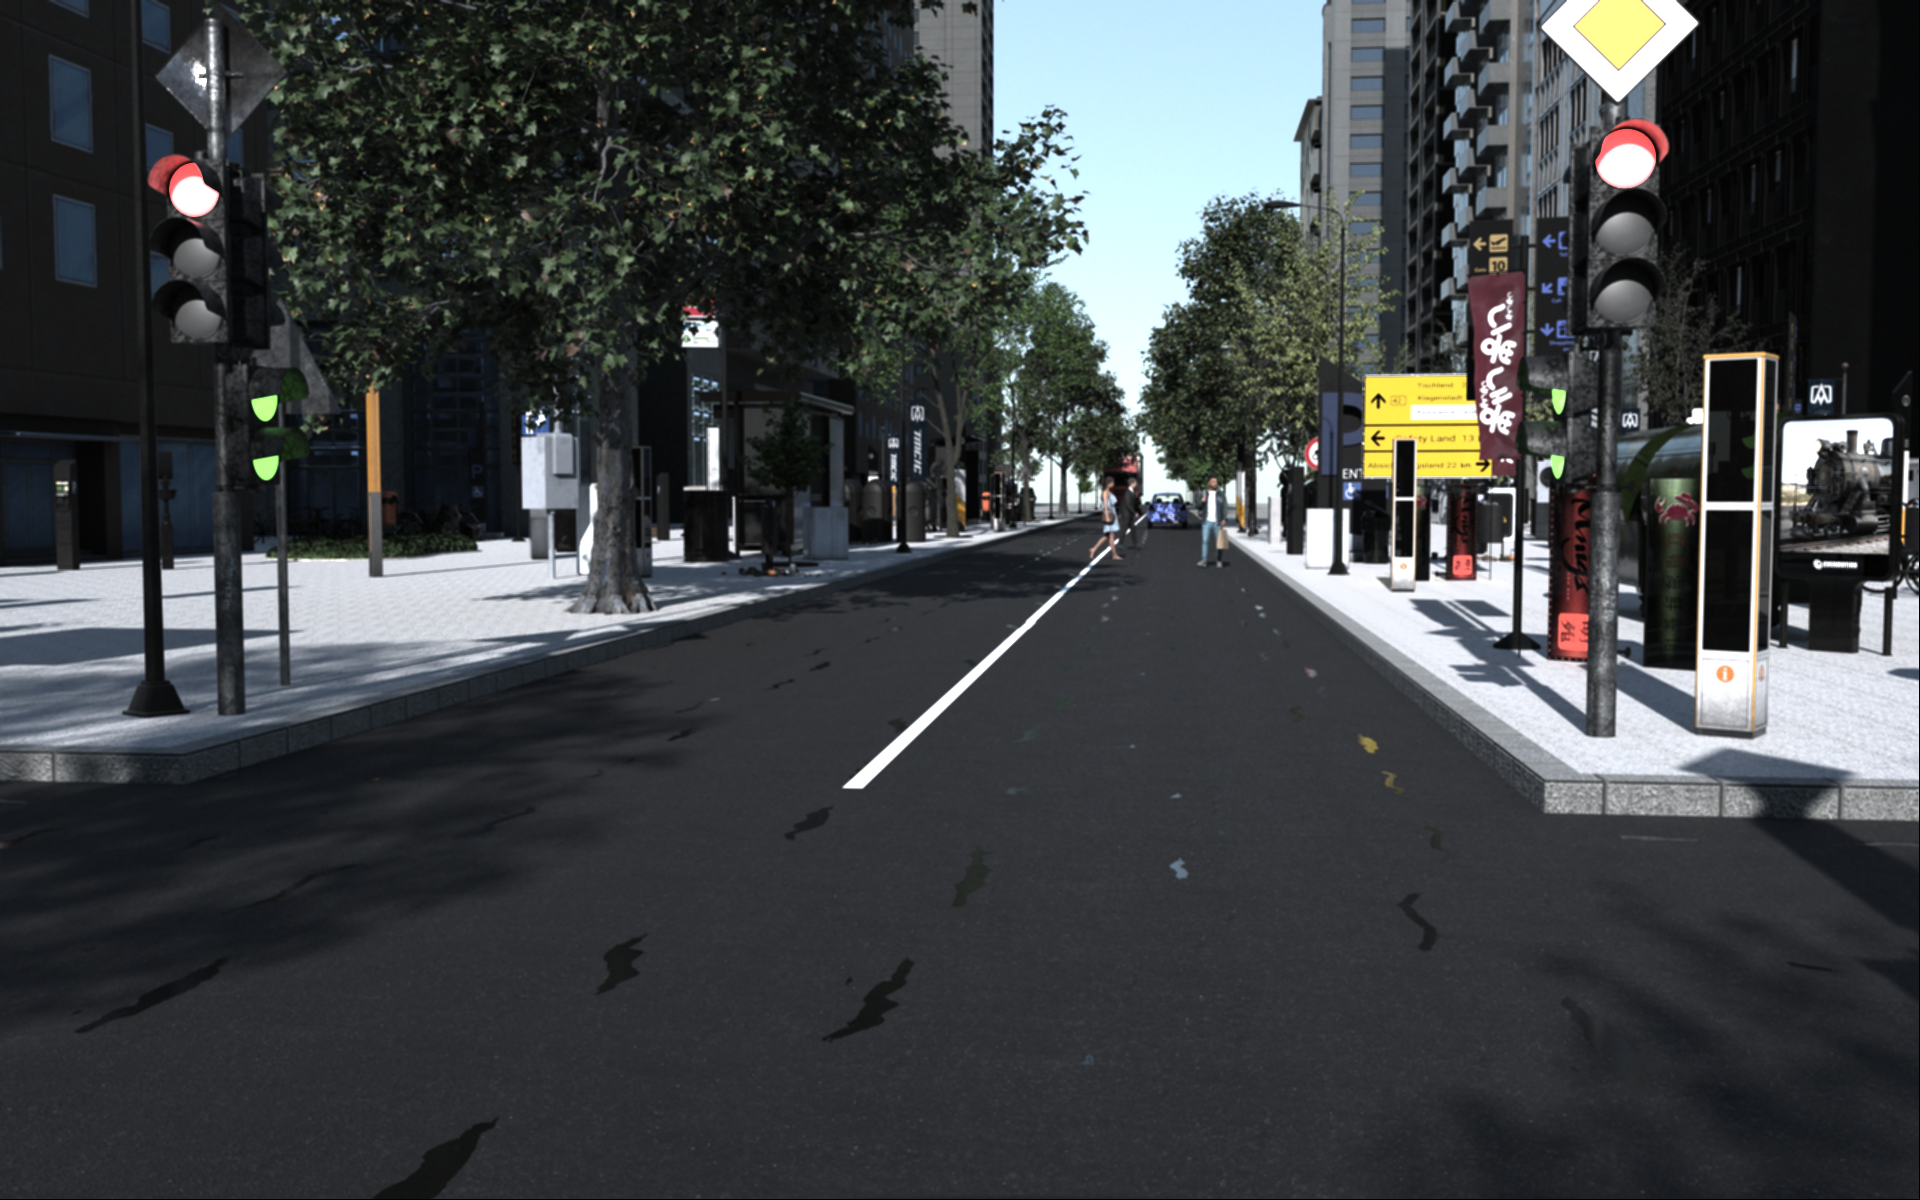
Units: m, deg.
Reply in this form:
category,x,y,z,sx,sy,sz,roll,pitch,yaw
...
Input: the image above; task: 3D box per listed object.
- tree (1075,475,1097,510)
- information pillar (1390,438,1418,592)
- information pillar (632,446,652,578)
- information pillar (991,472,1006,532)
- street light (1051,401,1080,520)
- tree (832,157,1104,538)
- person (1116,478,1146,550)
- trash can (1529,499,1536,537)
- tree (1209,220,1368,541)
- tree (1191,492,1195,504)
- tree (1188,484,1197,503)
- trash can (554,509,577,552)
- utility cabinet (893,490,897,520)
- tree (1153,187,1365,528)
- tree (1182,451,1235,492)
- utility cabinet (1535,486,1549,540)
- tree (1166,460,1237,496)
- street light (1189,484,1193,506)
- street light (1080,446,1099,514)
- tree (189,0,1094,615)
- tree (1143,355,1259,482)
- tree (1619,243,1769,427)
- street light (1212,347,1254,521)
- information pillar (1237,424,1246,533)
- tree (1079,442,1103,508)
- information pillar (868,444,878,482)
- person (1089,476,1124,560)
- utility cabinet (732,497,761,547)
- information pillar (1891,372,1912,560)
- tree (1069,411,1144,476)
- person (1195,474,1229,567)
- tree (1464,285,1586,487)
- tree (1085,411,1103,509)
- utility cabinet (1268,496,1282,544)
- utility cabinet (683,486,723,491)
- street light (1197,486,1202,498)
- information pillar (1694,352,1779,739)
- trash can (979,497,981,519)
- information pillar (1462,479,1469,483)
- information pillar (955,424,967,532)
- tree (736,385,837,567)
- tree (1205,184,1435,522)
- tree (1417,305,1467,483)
category,x,y,z,sx,sy,sz,roll,pitch,yaw
tree,9.887,-8.724,137.238,1.663,3.219,1.824,0,3,0
information pillar,5.825,-1.116,22.738,0.304,2.012,0.304,1,4,11
information pillar,-4.930,-1.350,26.569,0.304,2.012,0.304,1,4,15
information pillar,1.343,-3.308,58.578,0.304,2.012,0.304,2,4,31
street light,5.098,-6.968,86.474,1.470,5.913,1.316,0,4,7
tree,-0.199,-7.655,50.919,9.928,11.665,9.643,0,3,0
person,4.383,-2.203,44.295,0.755,1.850,0.659,0,4,7
trash can,17.514,-2.478,52.171,0.748,1.137,0.748,0,3,0
tree,9.090,-5.946,47.584,4.360,8.622,3.978,0,3,0
tree,31.396,-18.758,232.455,9.928,11.665,9.643,0,3,0
tree,12.362,-7.808,78.021,4.737,8.622,4.395,0,3,0
trash can,-8.722,-1.634,38.374,0.748,1.137,0.748,0,3,0
utility cabinet,-3.030,-4.616,84.158,0.318,1.500,1.173,2,4,33
tree,10.791,-9.052,65.010,9.611,12.733,9.660,0,3,0
tree,16.166,-7.844,111.967,4.285,4.588,4.351,0,3,0
utility cabinet,16.397,-2.409,48.070,0.318,1.500,1.173,3,5,44
tree,24.203,-15.778,176.101,7.486,12.596,7.792,0,3,0
street light,14.659,-8.047,104.103,1.470,5.913,1.316,0,4,7
street light,8.450,-8.654,114.030,1.470,5.913,1.316,0,4,7
tree,-3.733,-6.219,18.691,9.611,12.733,9.660,0,3,0
tree,19.442,-14.152,138.037,9.857,13.997,8.962,0,3,0
tree,21.000,-6.131,50.605,4.360,8.622,3.978,0,3,0
street light,8.810,-5.040,54.948,1.470,5.913,1.316,0,4,7
information pillar,9.387,-4.067,57.852,0.183,3.616,0.504,-1,4,-14
tree,12.899,-12.796,159.571,4.360,8.622,3.978,0,3,0
information pillar,-4.081,-5.498,81.247,0.504,3.616,0.183,0,4,-7
person,3.176,-1.772,37.564,0.778,1.811,0.616,1,4,17
utility cabinet,-5.026,-1.897,42.178,1.020,1.237,0.306,2,4,24
information pillar,18.000,-2.558,33.183,0.504,3.616,0.183,-2,4,-28
tree,14.944,-14.959,178.996,8.767,10.594,7.601,1,4,13
person,4.948,-1.540,33.656,0.794,1.824,0.713,2,4,30
tree,19.696,-6.657,59.210,4.737,8.622,4.395,0,3,0
tree,12.448,-12.390,152.940,4.737,8.622,4.395,0,3,0
utility cabinet,8.117,-2.048,44.652,0.306,1.237,1.020,0,4,7
utility cabinet,-6.928,-2.328,46.738,1.173,1.500,0.318,2,4,33
street light,12.099,-6.738,82.712,1.470,5.913,1.316,0,4,7
information pillar,4.118,-0.287,9.191,0.304,2.012,0.304,3,4,38
trash can,0.719,-4.486,85.007,0.748,1.137,0.748,0,3,0
information pillar,23.864,-4.729,81.813,0.304,2.012,0.304,2,4,24
information pillar,0.014,-4.079,58.047,0.183,3.616,0.504,3,5,40
tree,-3.075,-2.229,31.039,1.663,3.219,1.824,0,3,0
tree,8.249,-5.514,40.509,4.737,8.622,4.395,0,3,0
tree,19.978,-7.234,68.637,4.360,8.622,3.978,0,3,0
